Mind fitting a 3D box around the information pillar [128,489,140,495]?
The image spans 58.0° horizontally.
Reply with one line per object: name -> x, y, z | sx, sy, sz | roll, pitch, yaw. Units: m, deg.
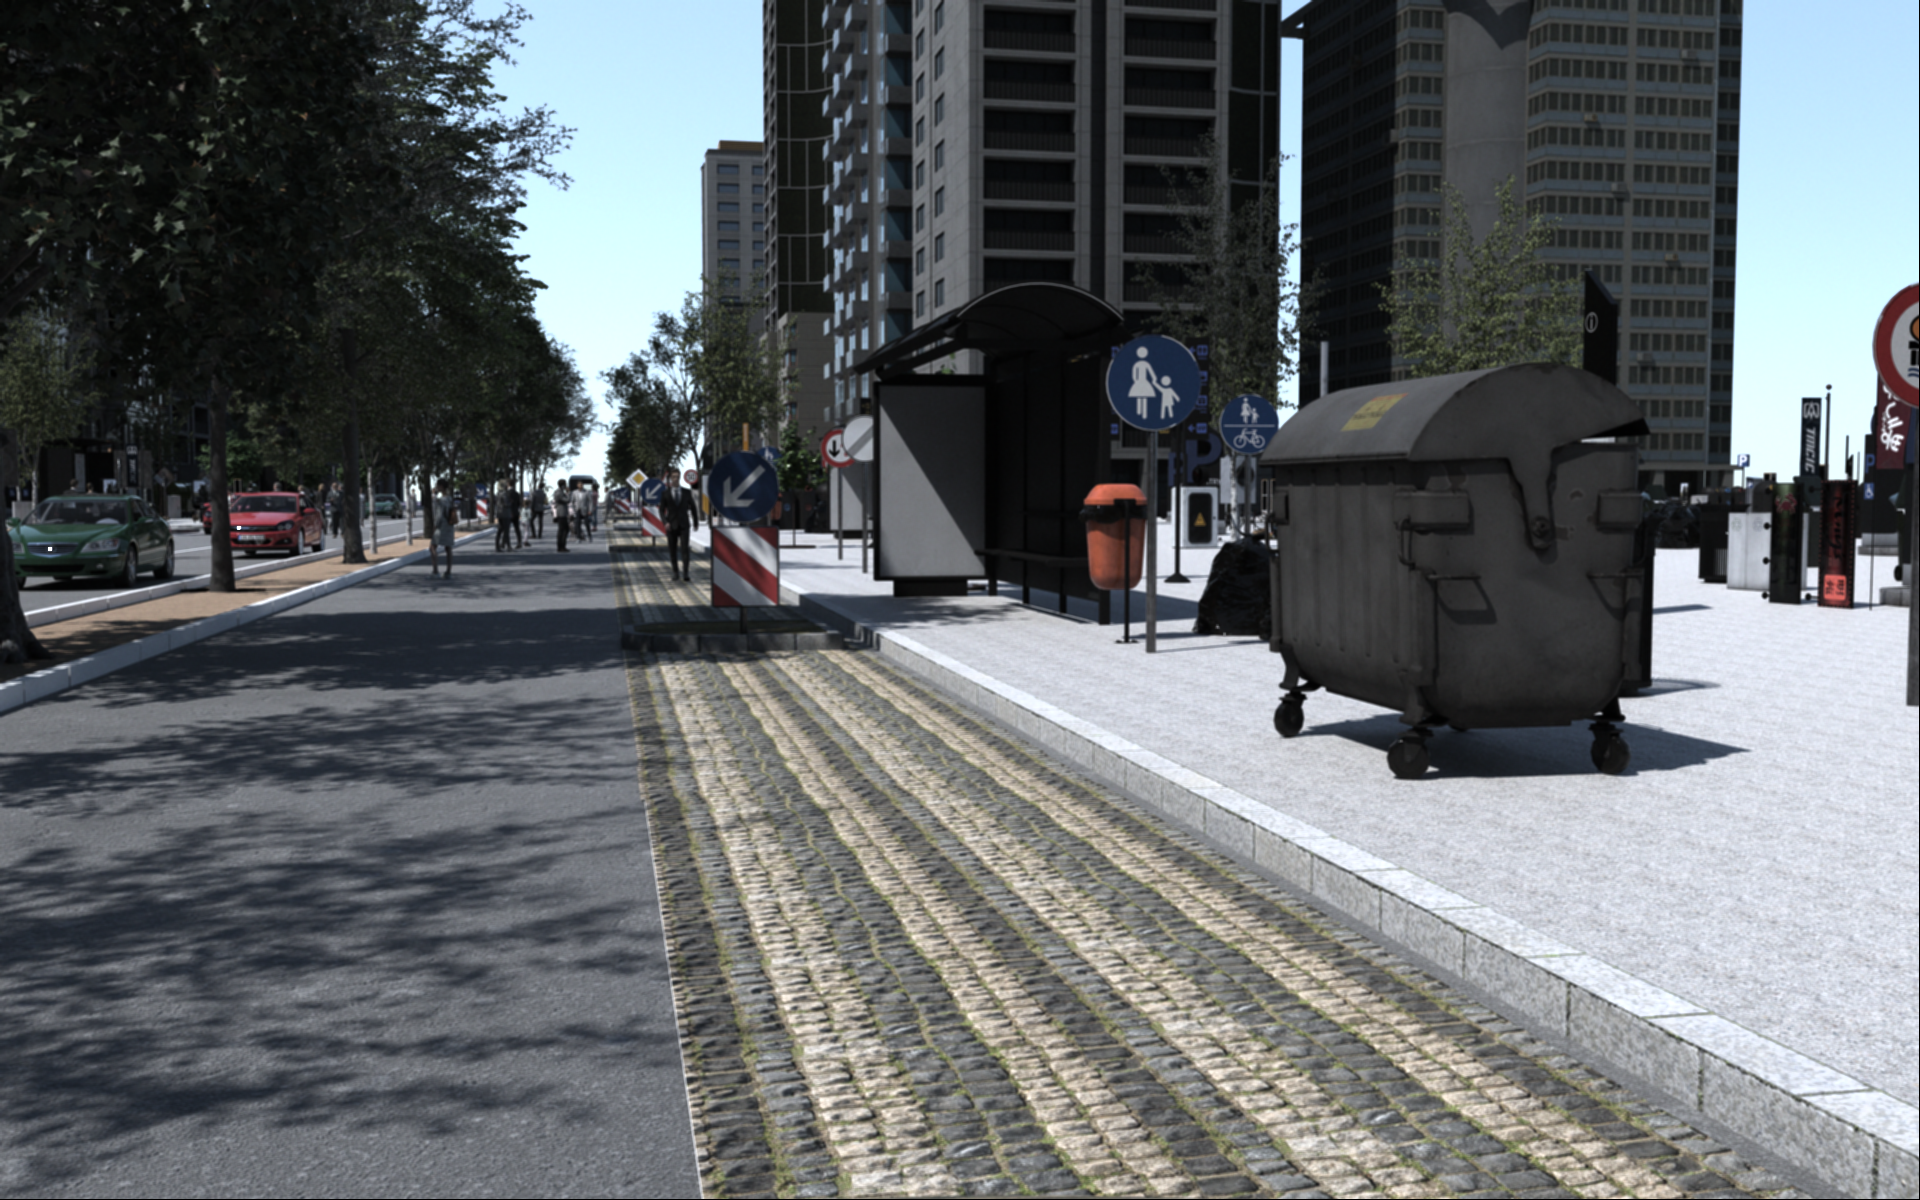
information pillar -> -54.686, -7.526, 114.398 | 0.183, 3.616, 0.504 | 3, 5, 43

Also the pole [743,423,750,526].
pole -> -6.149, -3.426, 49.857 | 0.158, 3.312, 0.155 | 0, 3, 0

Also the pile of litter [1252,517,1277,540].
pile of litter -> 8.743, -2.147, 49.066 | 1.719, 0.858, 1.176 | -2, 4, -32

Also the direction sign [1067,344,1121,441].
direction sign -> 1.900, -2.039, 25.336 | 0.876, 3.537, 0.379 | 0, 4, 2

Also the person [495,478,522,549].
person -> -11.805, -2.267, 45.346 | 0.755, 1.850, 0.659 | 2, 4, 24

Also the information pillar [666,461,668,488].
information pillar -> -18.899, -7.371, 111.878 | 0.183, 3.616, 0.504 | 0, 4, 4

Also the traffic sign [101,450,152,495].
traffic sign -> -38.654, -5.290, 80.360 | 2.265, 3.308, 0.079 | 0, 4, -3

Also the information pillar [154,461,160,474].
information pillar -> -56.346, -7.972, 121.691 | 0.504, 3.616, 0.183 | -2, 4, -24

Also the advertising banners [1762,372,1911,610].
advertising banners -> 9.878, -1.426, 19.496 | 0.090, 3.025, 2.074 | -1, 4, -18

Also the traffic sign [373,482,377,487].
traffic sign -> -48.174, -8.675, 141.945 | 0.768, 2.556, 0.104 | -1, 4, -8

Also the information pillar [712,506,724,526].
information pillar -> -8.758, -3.556, 62.628 | 0.304, 2.012, 0.304 | 3, 4, 36

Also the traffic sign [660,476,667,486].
traffic sign -> -19.173, -6.773, 110.737 | 0.884, 2.594, 0.081 | 0, 4, -4

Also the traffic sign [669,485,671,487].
traffic sign -> -20.834, -7.665, 125.322 | 0.884, 2.594, 0.081 | -1, 4, -11

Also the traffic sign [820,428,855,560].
traffic sign -> -2.332, -2.056, 33.728 | 0.768, 2.556, 0.104 | 0, 4, -6

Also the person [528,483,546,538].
person -> -13.661, -2.891, 55.944 | 0.592, 1.802, 0.473 | -2, 4, -25

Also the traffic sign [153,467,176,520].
traffic sign -> -29.413, -3.697, 64.086 | 0.795, 2.450, 0.064 | -1, 4, -12

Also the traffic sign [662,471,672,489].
traffic sign -> -16.448, -5.956, 97.378 | 0.884, 2.594, 0.081 | 0, 4, -5

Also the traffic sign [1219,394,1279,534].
traffic sign -> 3.680, -1.348, 22.144 | 0.768, 2.556, 0.104 | 0, 4, -3

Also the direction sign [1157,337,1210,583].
direction sign -> 3.158, -2.022, 25.062 | 0.876, 3.537, 0.379 | 0, 4, 3

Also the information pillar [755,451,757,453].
information pillar -> -10.991, -6.179, 92.383 | 0.183, 3.616, 0.504 | 3, 4, 38

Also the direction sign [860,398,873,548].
direction sign -> -2.039, -2.997, 41.002 | 0.379, 3.537, 0.876 | 3, 5, 42

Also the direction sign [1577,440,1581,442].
direction sign -> 18.872, -3.689, 52.308 | 0.876, 3.537, 0.379 | -3, 4, -36

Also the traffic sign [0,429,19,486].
traffic sign -> -30.609, -3.682, 54.077 | 2.265, 3.308, 0.079 | 0, 4, -8

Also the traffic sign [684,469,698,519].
traffic sign -> -13.855, -5.458, 89.339 | 0.768, 2.556, 0.104 | -1, 4, -9

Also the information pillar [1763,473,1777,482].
information pillar -> 27.929, -3.381, 59.771 | 0.304, 2.012, 0.304 | -2, 4, -27

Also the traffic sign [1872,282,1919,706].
traffic sign -> 5.786, -0.631, 10.429 | 0.768, 2.556, 0.104 | -1, 4, -10

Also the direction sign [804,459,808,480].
direction sign -> -9.866, -7.118, 108.370 | 0.876, 3.537, 0.379 | -3, 5, -41

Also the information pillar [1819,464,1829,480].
information pillar -> 21.309, -2.353, 42.965 | 0.304, 2.012, 0.304 | 0, 4, 5

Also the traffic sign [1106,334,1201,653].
traffic sign -> 1.546, -0.846, 13.938 | 0.768, 2.556, 0.104 | 0, 4, -3

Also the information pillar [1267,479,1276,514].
information pillar -> 15.673, -5.021, 86.578 | 0.304, 2.012, 0.304 | 0, 4, 1

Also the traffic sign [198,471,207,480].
traffic sign -> -41.979, -5.886, 96.341 | 0.768, 2.556, 0.104 | -1, 4, -9

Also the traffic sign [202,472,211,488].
traffic sign -> -31.038, -4.175, 71.905 | 0.795, 2.450, 0.064 | -1, 4, -12

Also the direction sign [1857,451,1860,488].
direction sign -> 47.763, -6.124, 92.131 | 0.379, 3.537, 0.876 | 2, 4, 25

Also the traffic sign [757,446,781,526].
traffic sign -> -5.073, -2.809, 46.040 | 0.768, 2.556, 0.104 | 0, 4, -5

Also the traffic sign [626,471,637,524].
traffic sign -> -14.149, -4.388, 75.380 | 0.795, 2.450, 0.064 | -1, 4, -12

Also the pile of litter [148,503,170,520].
pile of litter -> -39.923, -4.412, 86.095 | 1.176, 0.858, 1.719 | -2, 4, -30

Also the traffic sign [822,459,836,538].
traffic sign -> -3.622, -3.060, 50.137 | 0.768, 2.556, 0.104 | -1, 4, -10

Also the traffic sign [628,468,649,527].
traffic sign -> -12.524, -3.909, 67.561 | 0.795, 2.450, 0.064 | -1, 4, -12

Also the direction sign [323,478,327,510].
direction sign -> -52.566, -9.244, 143.136 | 0.379, 3.537, 0.876 | -1, 4, -22

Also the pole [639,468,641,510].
pole -> -25.338, -8.741, 136.753 | 0.158, 3.312, 0.155 | 0, 3, 0

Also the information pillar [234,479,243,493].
information pillar -> -35.461, -4.933, 85.142 | 0.304, 2.012, 0.304 | 0, 4, -5

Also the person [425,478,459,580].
person -> -8.706, -1.205, 29.203 | 0.522, 1.701, 0.512 | 0, 4, 4

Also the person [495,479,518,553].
person -> -11.158, -2.069, 42.509 | 0.526, 1.800, 0.537 | -1, 4, -22

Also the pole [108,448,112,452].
pole -> -37.846, -5.103, 77.272 | 0.158, 3.312, 0.155 | 0, 3, 0

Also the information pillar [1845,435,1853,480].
information pillar -> 35.342, -4.754, 69.077 | 0.183, 3.616, 0.504 | 2, 4, 26

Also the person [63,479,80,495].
person -> -24.994, -2.480, 48.828 | 0.659, 1.850, 0.755 | 1, 4, 17

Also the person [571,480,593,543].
person -> -11.045, -2.589, 50.677 | 0.661, 1.843, 0.795 | 0, 4, 5

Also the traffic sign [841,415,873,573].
traffic sign -> -1.540, -1.708, 28.031 | 0.768, 2.556, 0.104 | 0, 4, -6

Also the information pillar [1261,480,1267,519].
information pillar -> 15.539, -5.128, 88.333 | 0.304, 2.012, 0.304 | 1, 4, 12

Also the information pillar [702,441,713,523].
information pillar -> -10.980, -5.151, 75.573 | 0.504, 3.616, 0.183 | -2, 4, -25

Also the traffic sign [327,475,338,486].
traffic sign -> -42.877, -7.248, 118.513 | 0.884, 2.594, 0.081 | 0, 4, -3

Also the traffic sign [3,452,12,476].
traffic sign -> -28.745, -3.162, 51.808 | 0.768, 2.556, 0.104 | 0, 4, -4
